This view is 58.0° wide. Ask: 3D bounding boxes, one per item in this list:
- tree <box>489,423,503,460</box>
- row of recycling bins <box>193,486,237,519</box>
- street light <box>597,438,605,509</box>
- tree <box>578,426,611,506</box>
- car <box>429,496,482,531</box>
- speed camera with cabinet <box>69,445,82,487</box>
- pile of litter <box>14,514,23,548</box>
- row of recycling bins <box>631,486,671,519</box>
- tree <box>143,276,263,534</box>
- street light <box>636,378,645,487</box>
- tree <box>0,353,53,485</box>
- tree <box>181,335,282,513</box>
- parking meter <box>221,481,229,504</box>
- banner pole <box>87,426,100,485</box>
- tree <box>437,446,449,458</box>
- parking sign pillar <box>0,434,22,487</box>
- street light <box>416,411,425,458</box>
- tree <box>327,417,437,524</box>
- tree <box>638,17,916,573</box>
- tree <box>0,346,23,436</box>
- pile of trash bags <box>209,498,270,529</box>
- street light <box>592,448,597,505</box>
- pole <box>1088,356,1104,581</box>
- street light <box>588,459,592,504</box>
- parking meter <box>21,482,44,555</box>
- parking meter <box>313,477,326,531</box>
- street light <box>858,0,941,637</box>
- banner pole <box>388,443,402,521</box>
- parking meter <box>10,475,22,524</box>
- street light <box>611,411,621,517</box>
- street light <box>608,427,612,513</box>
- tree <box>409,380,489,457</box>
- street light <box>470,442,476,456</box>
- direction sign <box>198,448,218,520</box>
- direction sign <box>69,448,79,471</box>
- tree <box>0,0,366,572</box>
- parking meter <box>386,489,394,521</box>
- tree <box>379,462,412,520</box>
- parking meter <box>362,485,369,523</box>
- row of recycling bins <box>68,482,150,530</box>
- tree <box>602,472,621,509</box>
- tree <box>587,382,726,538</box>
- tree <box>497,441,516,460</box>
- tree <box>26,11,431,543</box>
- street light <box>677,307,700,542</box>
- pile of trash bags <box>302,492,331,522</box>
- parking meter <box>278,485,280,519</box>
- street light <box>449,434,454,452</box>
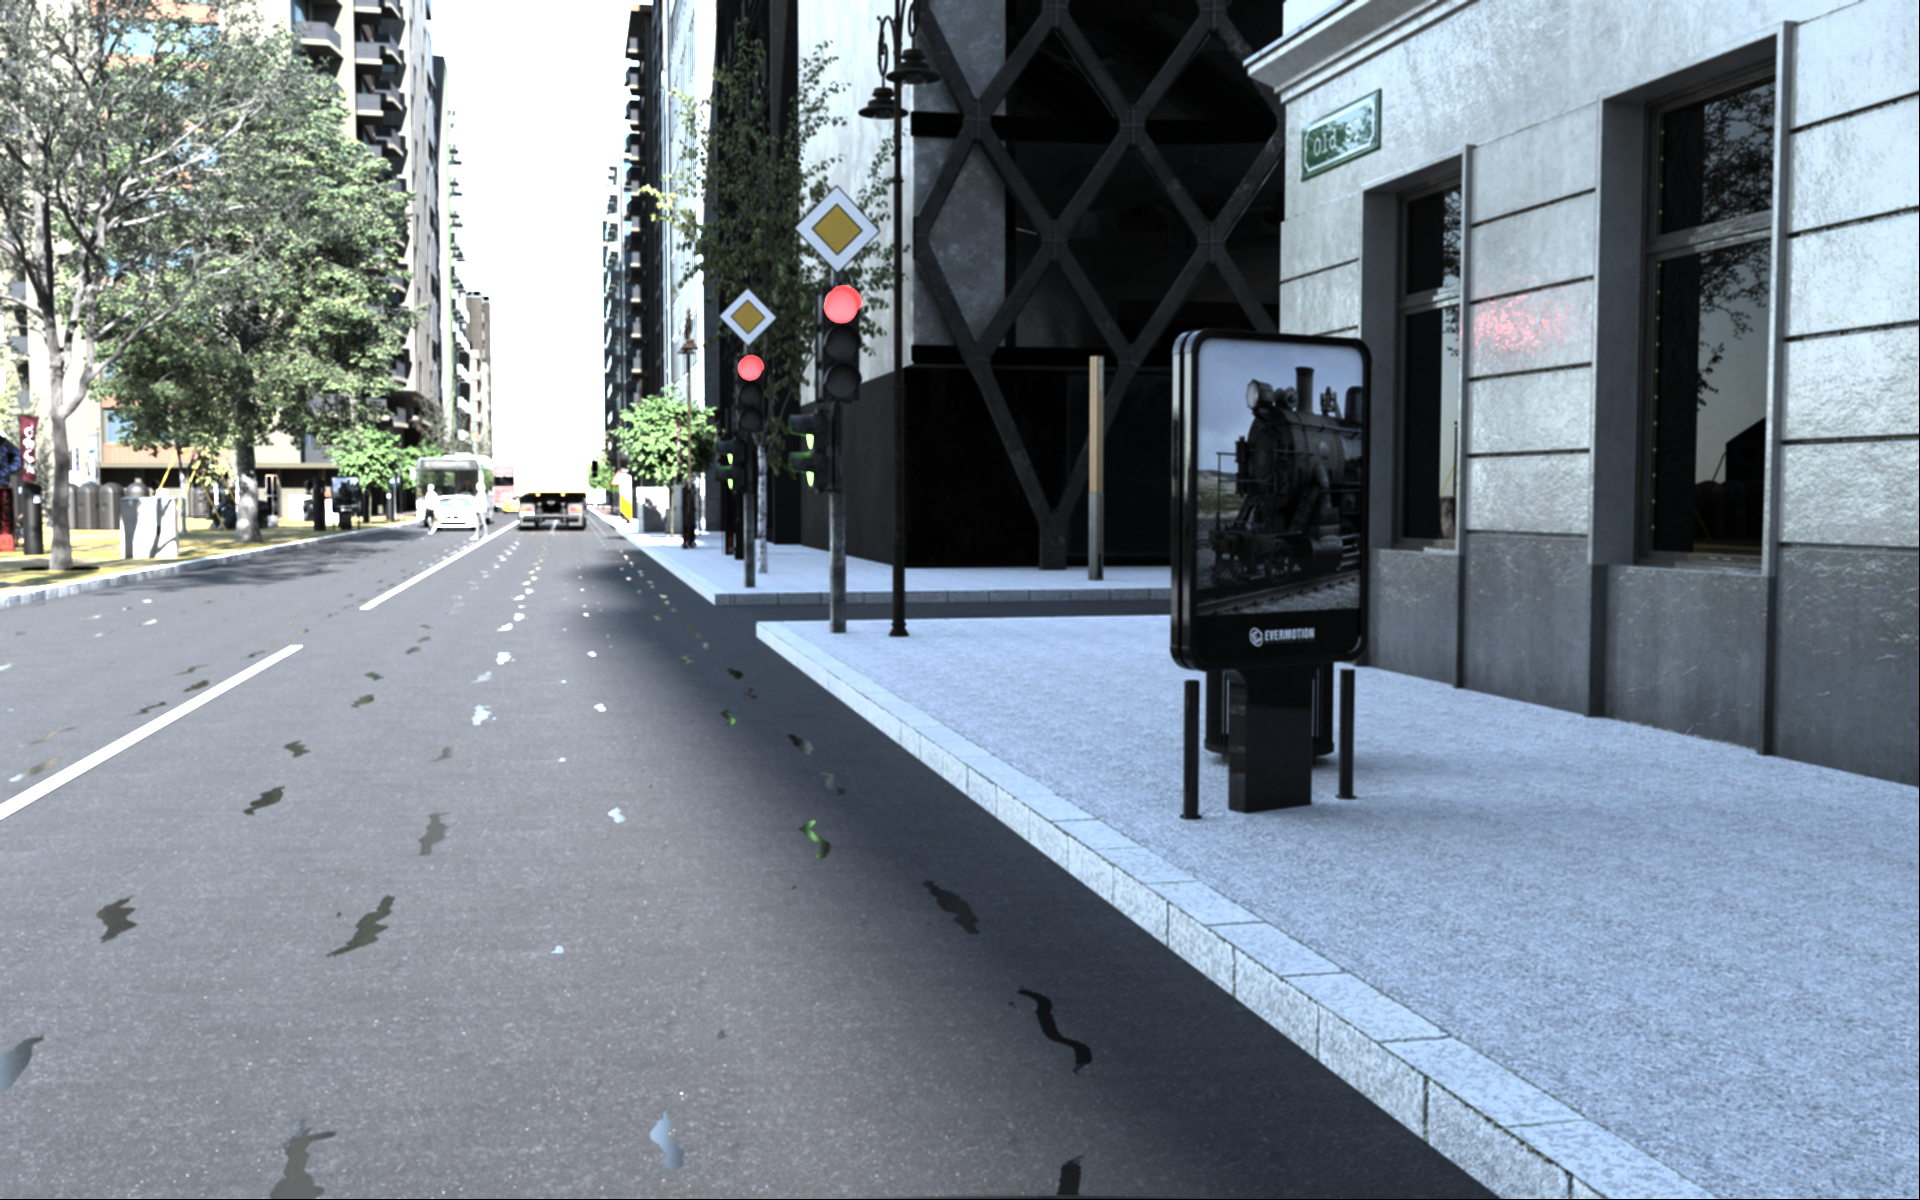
[{"bbox_3d":[-46.961,-13.437,170.064,4.360,8.622,3.978,0,3,0],"label":"tree"},{"bbox_3d":[-38.460,-5.057,89.795,1.069,1.692,3.534,1,4,14],"label":"row of recycling bins"},{"bbox_3d":[-29.664,-10.468,143.935,0.468,5.910,1.993,-1,4,-13],"label":"street light"},{"bbox_3d":[-38.419,-14.154,181.786,4.737,8.622,4.395,0,3,0],"label":"tree"},{"bbox_3d":[-20.107,-3.469,69.084,2.083,1.381,4.827,-1,4,-13],"label":"car"},{"bbox_3d":[-36.027,-4.693,71.060,0.660,3.252,2.038,1,4,8],"label":"speed camera with cabinet"},{"bbox_3d":[-22.894,-1.704,41.824,1.176,0.858,1.719,0,4,0],"label":"pile of litter"},{"bbox_3d":[-15.658,-4.921,87.567,1.069,1.692,3.534,-2,4,-35],"label":"row of recycling bins"},{"bbox_3d":[-24.657,-6.419,55.310,4.360,8.622,3.978,0,3,0],"label":"tree"},{"bbox_3d":[-12.742,-5.898,69.227,0.468,5.910,1.993,-1,4,-13],"label":"street light"},{"bbox_3d":[-47.726,-8.347,86.835,4.360,8.622,3.978,0,3,0],"label":"tree"},{"bbox_3d":[-30.157,-7.447,72.122,4.737,8.622,4.395,0,3,0],"label":"tree"},{"bbox_3d":[-33.544,-4.486,79.061,0.255,1.863,0.399,-2,4,-33],"label":"parking meter"},{"bbox_3d":[-32.114,-4.544,64.313,0.863,3.779,0.401,2,4,29],"label":"banner pole"},{"bbox_3d":[-31.235,-7.181,101.125,4.285,4.588,4.351,0,3,0],"label":"tree"},{"bbox_3d":[-38.860,-5.033,70.761,1.447,3.967,1.447,1,4,18],"label":"parking sign pillar"},{"bbox_3d":[-29.968,-7.557,96.352,0.468,5.910,1.993,-1,4,-13],"label":"street light"},{"bbox_3d":[-25.422,-5.539,74.280,4.285,4.588,4.351,0,3,0],"label":"tree"},{"bbox_3d":[-2.973,-4.743,27.912,4.737,8.622,4.395,0,3,0],"label":"tree"},{"bbox_3d":[-43.979,-7.662,75.631,4.737,8.622,4.395,0,3,0],"label":"tree"},{"bbox_3d":[-26.546,-3.322,64.073,1.912,1.369,3.447,-2,4,-33],"label":"pile of trash bags"},{"bbox_3d":[-35.898,-12.144,171.344,0.468,5.910,1.993,-1,4,-13],"label":"street light"},{"bbox_3d":[2.021,-1.947,25.676,0.158,3.312,0.155,0,3,0],"label":"pole"},{"bbox_3d":[-42.245,-13.842,199.098,0.468,5.910,1.993,-1,4,-13],"label":"street light"},{"bbox_3d":[-19.531,-1.716,36.470,0.372,1.533,0.369,0,3,0],"label":"parking meter"},{"bbox_3d":[-22.442,-3.362,60.676,0.255,1.863,0.399,1,4,14],"label":"parking meter"},{"bbox_3d":[-0.553,-2.612,15.491,0.468,5.910,1.993,-1,4,-13],"label":"street light"},{"bbox_3d":[-27.517,-5.779,84.508,0.863,3.779,0.401,-2,4,-32],"label":"banner pole"},{"bbox_3d":[-29.345,-2.953,53.992,0.255,1.863,0.399,1,4,17],"label":"parking meter"},{"bbox_3d":[-18.881,-7.535,95.988,0.468,5.910,1.993,-1,4,-13],"label":"street light"},{"bbox_3d":[-23.491,-8.805,116.753,0.468,5.910,1.993,-1,4,-13],"label":"street light"},{"bbox_3d":[-33.482,-9.918,112.515,4.360,8.622,3.978,0,3,0],"label":"tree"},{"bbox_3d":[-42.200,-10.840,150.021,0.468,5.910,1.993,-1,4,-13],"label":"street light"},{"bbox_3d":[-36.700,-5.664,84.606,0.876,3.537,0.379,-1,4,-8],"label":"direction sign"},{"bbox_3d":[-44.175,-5.752,86.046,0.876,3.537,0.379,1,4,9],"label":"direction sign"},{"bbox_3d":[-15.024,-7.247,28.863,12.009,13.543,11.850,0,3,0],"label":"tree"},{"bbox_3d":[-27.627,-4.618,83.912,0.372,1.533,0.369,0,3,0],"label":"parking meter"},{"bbox_3d":[-28.051,-5.570,85.668,1.663,3.219,1.824,0,3,0],"label":"tree"},{"bbox_3d":[-26.791,-4.433,78.188,0.255,1.863,0.399,-3,5,-41],"label":"parking meter"},{"bbox_3d":[-30.585,-3.346,61.825,3.534,1.692,1.069,1,4,10],"label":"row of recycling bins"},{"bbox_3d":[-29.467,-9.371,147.810,1.663,3.219,1.824,0,3,0],"label":"tree"},{"bbox_3d":[-8.548,-4.102,50.782,4.285,4.588,4.351,0,3,0],"label":"tree"},{"bbox_3d":[-63.126,-17.864,242.437,4.737,8.622,4.395,0,3,0],"label":"tree"},{"bbox_3d":[-18.961,-8.490,45.460,9.857,13.997,8.962,0,3,0],"label":"tree"},{"bbox_3d":[-6.694,-4.282,42.806,0.468,5.910,1.993,-1,4,-13],"label":"street light"},{"bbox_3d":[-30.145,-4.423,82.066,1.912,1.369,3.447,-1,4,-18],"label":"pile of trash bags"},{"bbox_3d":[-35.743,-5.180,90.410,0.255,1.863,0.399,3,5,39],"label":"parking meter"},{"bbox_3d":[-36.052,-9.190,123.042,0.468,5.910,1.993,-1,4,-13],"label":"street light"}]
